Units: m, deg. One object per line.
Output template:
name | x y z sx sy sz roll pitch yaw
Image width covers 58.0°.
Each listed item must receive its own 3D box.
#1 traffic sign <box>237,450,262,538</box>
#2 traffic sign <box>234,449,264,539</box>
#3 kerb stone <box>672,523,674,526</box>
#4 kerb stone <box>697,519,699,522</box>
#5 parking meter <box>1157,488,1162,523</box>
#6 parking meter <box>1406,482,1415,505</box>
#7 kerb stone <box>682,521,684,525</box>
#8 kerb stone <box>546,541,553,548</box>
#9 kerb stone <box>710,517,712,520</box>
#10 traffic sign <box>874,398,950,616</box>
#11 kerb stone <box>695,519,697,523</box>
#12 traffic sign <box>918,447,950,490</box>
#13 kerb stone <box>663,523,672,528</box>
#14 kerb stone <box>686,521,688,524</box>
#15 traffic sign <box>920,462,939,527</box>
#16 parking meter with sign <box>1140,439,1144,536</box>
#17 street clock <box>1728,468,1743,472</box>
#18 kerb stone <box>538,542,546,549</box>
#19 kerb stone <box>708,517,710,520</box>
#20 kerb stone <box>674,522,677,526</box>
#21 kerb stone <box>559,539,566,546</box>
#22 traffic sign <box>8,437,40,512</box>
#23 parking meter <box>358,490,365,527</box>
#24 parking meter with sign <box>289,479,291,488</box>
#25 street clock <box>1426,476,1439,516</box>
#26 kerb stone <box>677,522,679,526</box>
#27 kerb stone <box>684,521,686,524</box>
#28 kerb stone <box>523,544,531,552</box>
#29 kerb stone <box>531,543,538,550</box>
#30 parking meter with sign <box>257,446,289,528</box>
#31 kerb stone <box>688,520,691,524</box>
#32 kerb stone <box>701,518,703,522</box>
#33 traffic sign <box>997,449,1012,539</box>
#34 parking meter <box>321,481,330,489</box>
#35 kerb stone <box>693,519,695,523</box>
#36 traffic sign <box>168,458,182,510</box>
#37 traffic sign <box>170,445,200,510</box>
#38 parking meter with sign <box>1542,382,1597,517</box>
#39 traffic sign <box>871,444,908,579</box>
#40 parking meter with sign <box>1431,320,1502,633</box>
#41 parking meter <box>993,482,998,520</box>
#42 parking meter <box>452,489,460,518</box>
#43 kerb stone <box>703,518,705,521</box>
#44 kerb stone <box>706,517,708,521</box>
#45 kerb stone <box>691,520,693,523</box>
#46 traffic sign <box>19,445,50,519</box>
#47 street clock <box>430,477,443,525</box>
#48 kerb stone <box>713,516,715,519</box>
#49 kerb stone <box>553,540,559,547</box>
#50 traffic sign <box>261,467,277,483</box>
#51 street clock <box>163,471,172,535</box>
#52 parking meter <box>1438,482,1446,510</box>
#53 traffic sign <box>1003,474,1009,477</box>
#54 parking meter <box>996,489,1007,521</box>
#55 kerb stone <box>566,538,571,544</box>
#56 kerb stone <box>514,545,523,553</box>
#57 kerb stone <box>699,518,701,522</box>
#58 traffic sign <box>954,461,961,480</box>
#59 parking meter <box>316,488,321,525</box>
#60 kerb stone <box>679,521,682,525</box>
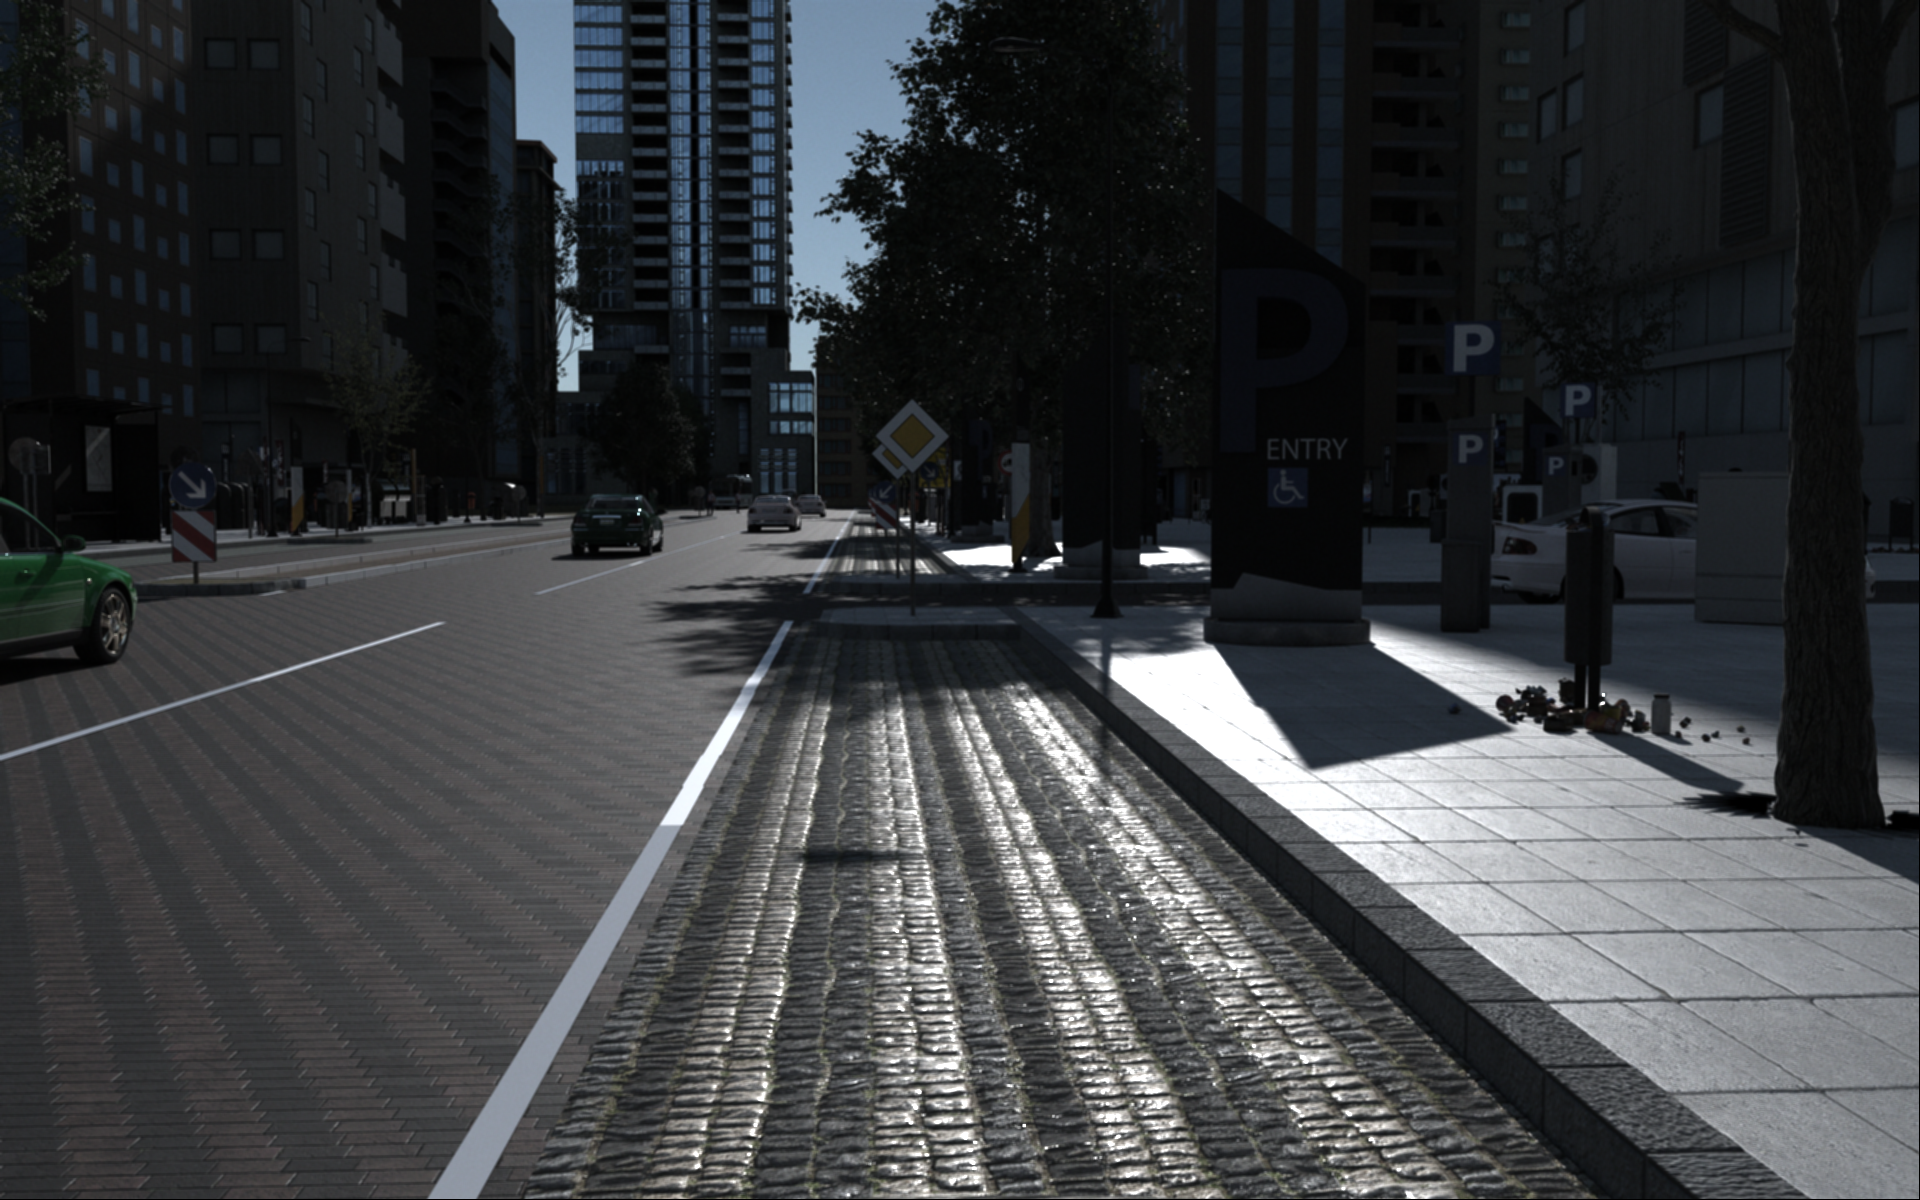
traffic sign | -20.663 -3.074 50.373 0.768 2.556 0.104 0 4 5
traffic sign | -20.329 -3.028 49.508 0.884 2.594 0.081 0 4 4
kerb stone | -12.736 -3.280 75.876 0.120 0.150 1.000 0 4 -3
kerb stone | -13.365 -3.972 87.136 0.120 0.150 1.000 0 4 -3
parking meter | 8.686 -4.130 75.942 0.372 1.533 0.369 0 3 0
parking meter | 25.944 -5.770 100.053 0.399 1.863 0.255 2 4 33
kerb stone | -12.969 -3.532 79.966 0.120 0.150 1.000 0 4 -3
kerb stone | -11.094 -1.470 46.226 0.120 0.150 1.000 0 4 -3
kerb stone | -13.765 -4.410 94.299 0.120 0.150 1.000 0 4 -3
traffic sign | -0.500 -0.890 18.194 0.795 2.450 0.064 0 4 -3
kerb stone | -13.310 -3.909 86.111 0.120 0.150 1.000 0 4 -3
traffic sign | -0.652 -4.913 74.199 2.265 3.308 0.079 0 4 1
kerb stone | -12.684 -3.221 74.853 0.120 0.150 1.000 0 4 -3
kerb stone | -13.087 -3.658 82.007 0.120 0.150 1.000 0 4 -3
traffic sign | -1.202 -4.156 68.057 0.768 2.556 0.104 0 4 2
parking meter with sign | 5.513 -3.507 53.604 0.543 3.016 1.738 1 4 9
street clock | 21.479 -2.658 48.025 0.471 2.002 0.358 2 4 30
kerb stone | -11.031 -1.407 45.206 0.120 0.150 1.000 0 4 -3
kerb stone | -13.709 -4.347 93.275 0.120 0.150 1.000 0 4 -3
kerb stone | -12.800 -3.346 76.896 0.120 0.150 1.000 0 4 -3
kerb stone | -11.207 -1.595 48.268 0.120 0.150 1.000 0 4 -3
traffic sign | -20.935 -2.368 38.821 0.768 2.556 0.104 0 4 -2
parking meter | -23.608 -3.654 68.150 0.372 1.533 0.369 0 3 0
parking meter with sign | -32.991 -5.436 85.144 1.738 3.016 0.543 1 4 16
street clock | 18.637 -3.901 68.349 0.471 2.002 0.358 3 5 41
kerb stone | -12.860 -3.401 77.925 0.120 0.150 1.000 0 4 -3
kerb stone | -13.028 -3.591 80.987 0.120 0.150 1.000 0 4 -3
kerb stone | -10.913 -1.282 43.158 0.120 0.150 1.000 0 4 -3
kerb stone | -10.977 -1.341 44.180 0.120 0.150 1.000 0 4 -3
parking meter with sign | -25.434 -4.144 64.012 0.543 3.016 1.738 -1 4 -8
kerb stone | -13.142 -3.720 83.028 0.120 0.150 1.000 0 4 -3
kerb stone | -13.488 -4.097 89.182 0.120 0.150 1.000 0 4 -3
traffic sign | 1.431 -2.999 49.139 0.768 2.556 0.104 0 3 0
parking meter | -28.546 -4.417 77.928 0.399 1.863 0.255 -2 4 -28
kerb stone | -13.259 -3.842 85.088 0.120 0.150 1.000 0 4 -3
traffic sign | -23.793 -3.225 52.828 0.768 2.556 0.104 0 4 6
traffic sign | -20.215 -2.757 45.180 0.768 2.556 0.104 0 4 0
parking meter with sign | 9.209 -1.853 26.563 0.543 3.016 1.738 3 4 36
traffic sign | -0.943 -1.378 26.167 0.795 2.450 0.064 0 4 -3
parking meter with sign | 4.915 -1.253 16.750 0.543 3.016 1.738 1 4 18
parking meter | 1.702 -4.913 86.030 0.255 1.863 0.399 1 4 20
parking meter | -27.416 -5.248 94.215 0.372 1.533 0.369 0 3 0
kerb stone | -13.542 -4.160 90.205 0.120 0.150 1.000 0 4 -3
kerb stone | -13.653 -4.284 92.251 0.120 0.150 1.000 0 4 -3
kerb stone | -13.192 -3.776 84.055 0.120 0.150 1.000 0 4 -3
traffic sign | -19.356 -2.087 36.257 0.606 2.300 0.079 0 4 -2
street clock | -21.893 -4.151 72.432 0.471 2.002 0.358 0 4 0
kerb stone | -13.874 -4.535 96.340 0.120 0.150 1.000 0 4 -3
kerb stone | -11.147 -1.532 47.247 0.120 0.150 1.000 0 4 -3
traffic sign | -26.389 -3.917 66.169 0.606 2.300 0.079 0 4 6
street clock | -24.970 -3.062 54.640 0.358 2.002 0.471 -1 4 -14
parking meter | 24.243 -4.977 87.087 0.255 1.863 0.399 -1 4 -18
traffic sign | 1.537 -3.172 51.965 0.768 2.556 0.104 0 4 2
parking meter | 1.865 -4.488 81.785 0.372 1.533 0.369 0 3 0
kerb stone | -11.260 -1.656 49.292 0.120 0.150 1.000 0 4 -3
kerb stone | -10.859 -1.220 42.136 0.120 0.150 1.000 0 4 -3
kerb stone | -13.428 -4.034 88.156 0.120 0.150 1.000 0 4 -3
traffic sign | 0.108 -3.108 52.943 0.606 2.300 0.079 0 4 -2
parking meter | -26.514 -3.884 71.920 0.372 1.533 0.369 0 3 0
kerb stone | -12.913 -3.471 78.945 0.120 0.150 1.000 0 4 -3
